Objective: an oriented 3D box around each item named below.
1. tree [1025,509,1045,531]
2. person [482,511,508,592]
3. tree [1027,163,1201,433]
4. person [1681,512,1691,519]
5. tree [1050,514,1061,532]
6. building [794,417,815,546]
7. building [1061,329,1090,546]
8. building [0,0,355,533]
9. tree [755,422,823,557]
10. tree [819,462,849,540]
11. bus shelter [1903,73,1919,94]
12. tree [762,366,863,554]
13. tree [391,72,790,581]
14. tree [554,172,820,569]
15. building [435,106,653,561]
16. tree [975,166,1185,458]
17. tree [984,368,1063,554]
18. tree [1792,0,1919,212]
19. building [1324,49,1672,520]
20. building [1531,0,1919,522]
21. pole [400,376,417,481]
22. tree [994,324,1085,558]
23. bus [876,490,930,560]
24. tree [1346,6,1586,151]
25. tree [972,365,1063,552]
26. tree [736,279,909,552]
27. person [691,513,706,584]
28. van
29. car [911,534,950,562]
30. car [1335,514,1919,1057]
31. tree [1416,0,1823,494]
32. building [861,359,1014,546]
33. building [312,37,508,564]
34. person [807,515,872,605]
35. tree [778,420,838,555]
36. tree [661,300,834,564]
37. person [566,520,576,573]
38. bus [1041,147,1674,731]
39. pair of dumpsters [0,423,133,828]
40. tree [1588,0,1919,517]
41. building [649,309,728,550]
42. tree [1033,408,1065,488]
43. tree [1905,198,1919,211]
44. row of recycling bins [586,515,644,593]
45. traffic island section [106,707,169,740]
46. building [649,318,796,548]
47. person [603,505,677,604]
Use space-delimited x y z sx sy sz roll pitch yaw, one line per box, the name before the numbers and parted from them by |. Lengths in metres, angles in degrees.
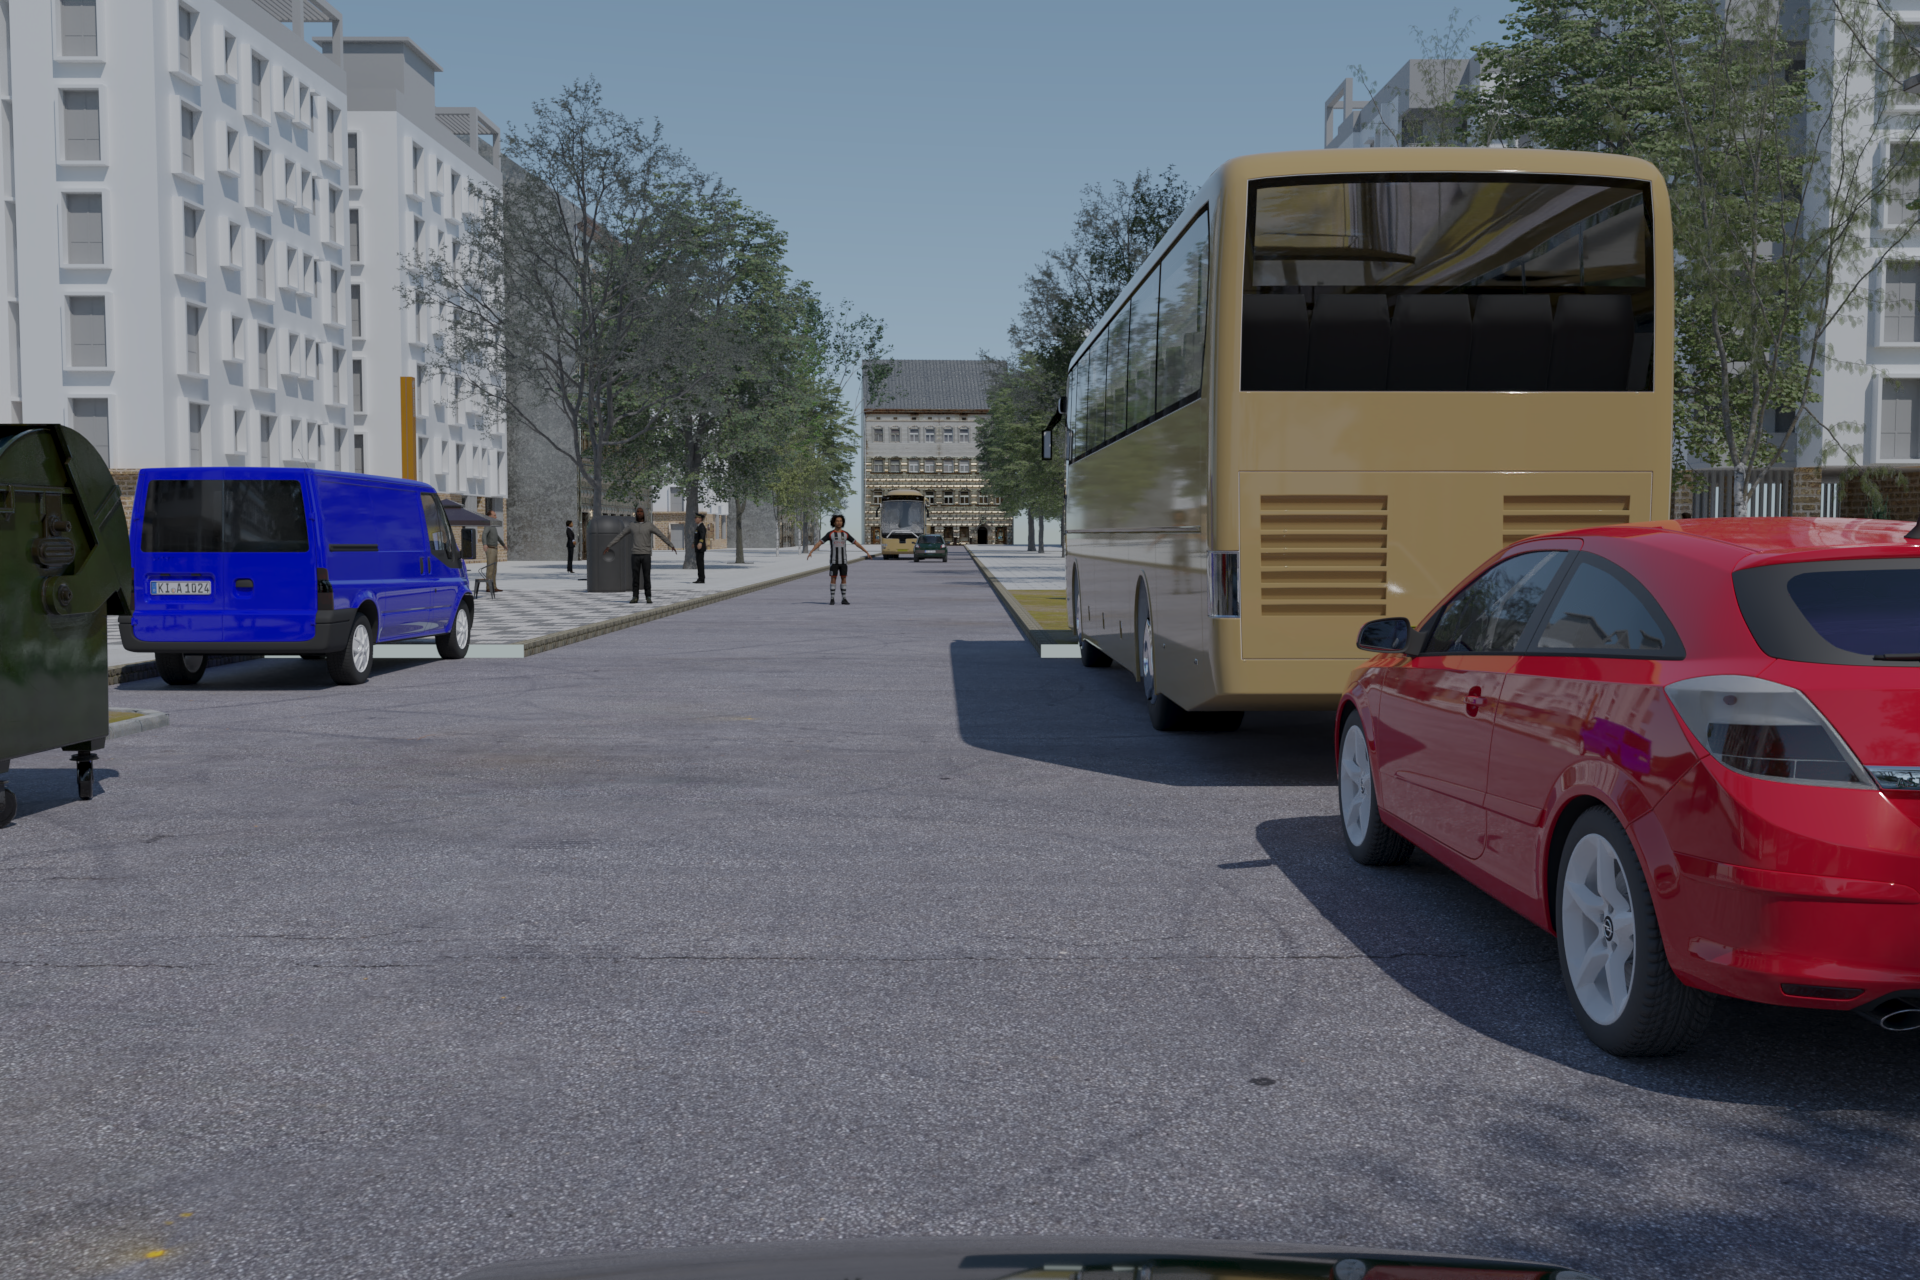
tree | 10.179 -16.037 212.563 4.360 8.622 3.978 0 3 0
person | -10.308 -1.954 38.219 0.705 1.796 1.348 0 4 5
tree | 5.322 -6.744 44.681 8.767 10.594 7.601 2 4 33
person | 17.531 -2.186 41.922 1.347 1.806 0.705 -1 4 -19
tree | 12.577 -16.370 218.013 4.737 8.622 4.395 0 3 0
building | -25.966 -21.976 190.229 19.493 23.208 18.063 0 4 0
building | 24.724 -21.035 187.902 27.936 21.610 32.646 0 4 -1
building | -26.990 -11.828 49.804 16.016 20.090 11.380 0 4 0
tree | -10.075 -8.965 96.935 4.737 8.622 4.395 0 3 0
tree | -17.319 -17.297 217.212 7.601 10.594 8.767 0 4 -8
bus shelter | 5.769 -0.902 6.034 1.731 3.624 6.357 0 4 0
tree | -10.066 -11.972 113.871 7.486 12.596 7.792 0 3 0
tree | -10.026 -8.369 47.202 12.009 13.543 11.850 0 3 0
tree | -9.673 -9.547 62.752 9.857 13.997 8.962 0 3 0
building | -27.216 -15.892 90.761 19.493 23.208 18.063 0 4 1
tree | 5.633 -9.077 58.776 12.009 13.543 11.850 0 3 0
tree | 5.059 -11.928 113.153 7.486 12.596 7.792 0 3 0
tree | 8.557 -3.756 11.781 4.360 8.622 3.978 0 3 0
building | 20.630 -13.270 73.390 16.016 20.090 11.380 0 3 0
building | 23.710 -12.142 54.949 16.016 20.090 11.380 0 4 0
pole | -7.159 -1.755 22.545 0.158 3.312 0.155 0 3 0
tree | 5.691 -10.677 92.693 7.486 12.596 7.792 0 3 0
bus | -3.095 -6.614 99.693 2.896 3.916 12.252 0 4 0
tree | 7.315 -4.571 25.100 4.360 8.622 3.978 0 3 0
tree | 5.282 -13.455 126.636 9.857 13.997 8.962 0 3 0
tree | -10.124 -16.608 127.433 12.611 20.169 13.585 0 3 0
person | -6.768 -2.383 44.905 0.705 1.837 1.347 -1 4 -16
van | -6.623 -0.840 18.111 2.240 2.365 5.245 0 3 0
car | -1.497 -4.830 88.761 2.009 1.686 4.222 0 3 0
car | 2.619 0.171 6.244 2.155 1.783 4.494 0 4 -1
tree | 11.960 -6.983 32.301 7.486 12.596 7.792 0 3 0
building | -3.188 -23.457 216.912 18.063 23.208 19.493 0 4 -4
building | -26.024 -12.902 67.373 16.016 20.090 11.380 0 4 0
person | -2.457 -1.619 35.069 1.345 1.843 0.704 -1 4 -17
tree | -9.904 -9.526 106.111 4.360 8.622 3.978 0 3 0
tree | -9.460 -9.122 74.900 9.928 11.665 9.643 0 3 0
person | -12.743 -3.074 56.976 0.721 1.740 1.216 -1 4 -18
bus | 2.540 -1.462 15.450 2.896 3.916 12.252 0 4 -1
pair of dumpsters | -6.720 -0.232 8.750 4.436 2.255 1.574 0 4 0
tree | 8.653 -4.208 19.168 4.360 8.622 3.978 0 3 0
building | -25.505 -17.392 140.785 16.016 20.090 11.380 0 4 -1
tree | 5.207 -8.269 85.555 4.360 8.622 3.978 0 3 0
tree | 16.421 -6.363 22.162 7.486 12.596 7.792 0 3 0
row of recycling bins | -7.730 -1.979 39.473 1.069 1.692 3.534 0 4 1
traffic island section | -6.916 0.635 12.491 1.991 0.108 1.994 0 4 -1
building | -25.729 -20.413 164.682 19.493 23.208 18.063 0 4 -1
person | -5.879 -1.577 31.917 1.348 1.813 0.705 0 4 -2
